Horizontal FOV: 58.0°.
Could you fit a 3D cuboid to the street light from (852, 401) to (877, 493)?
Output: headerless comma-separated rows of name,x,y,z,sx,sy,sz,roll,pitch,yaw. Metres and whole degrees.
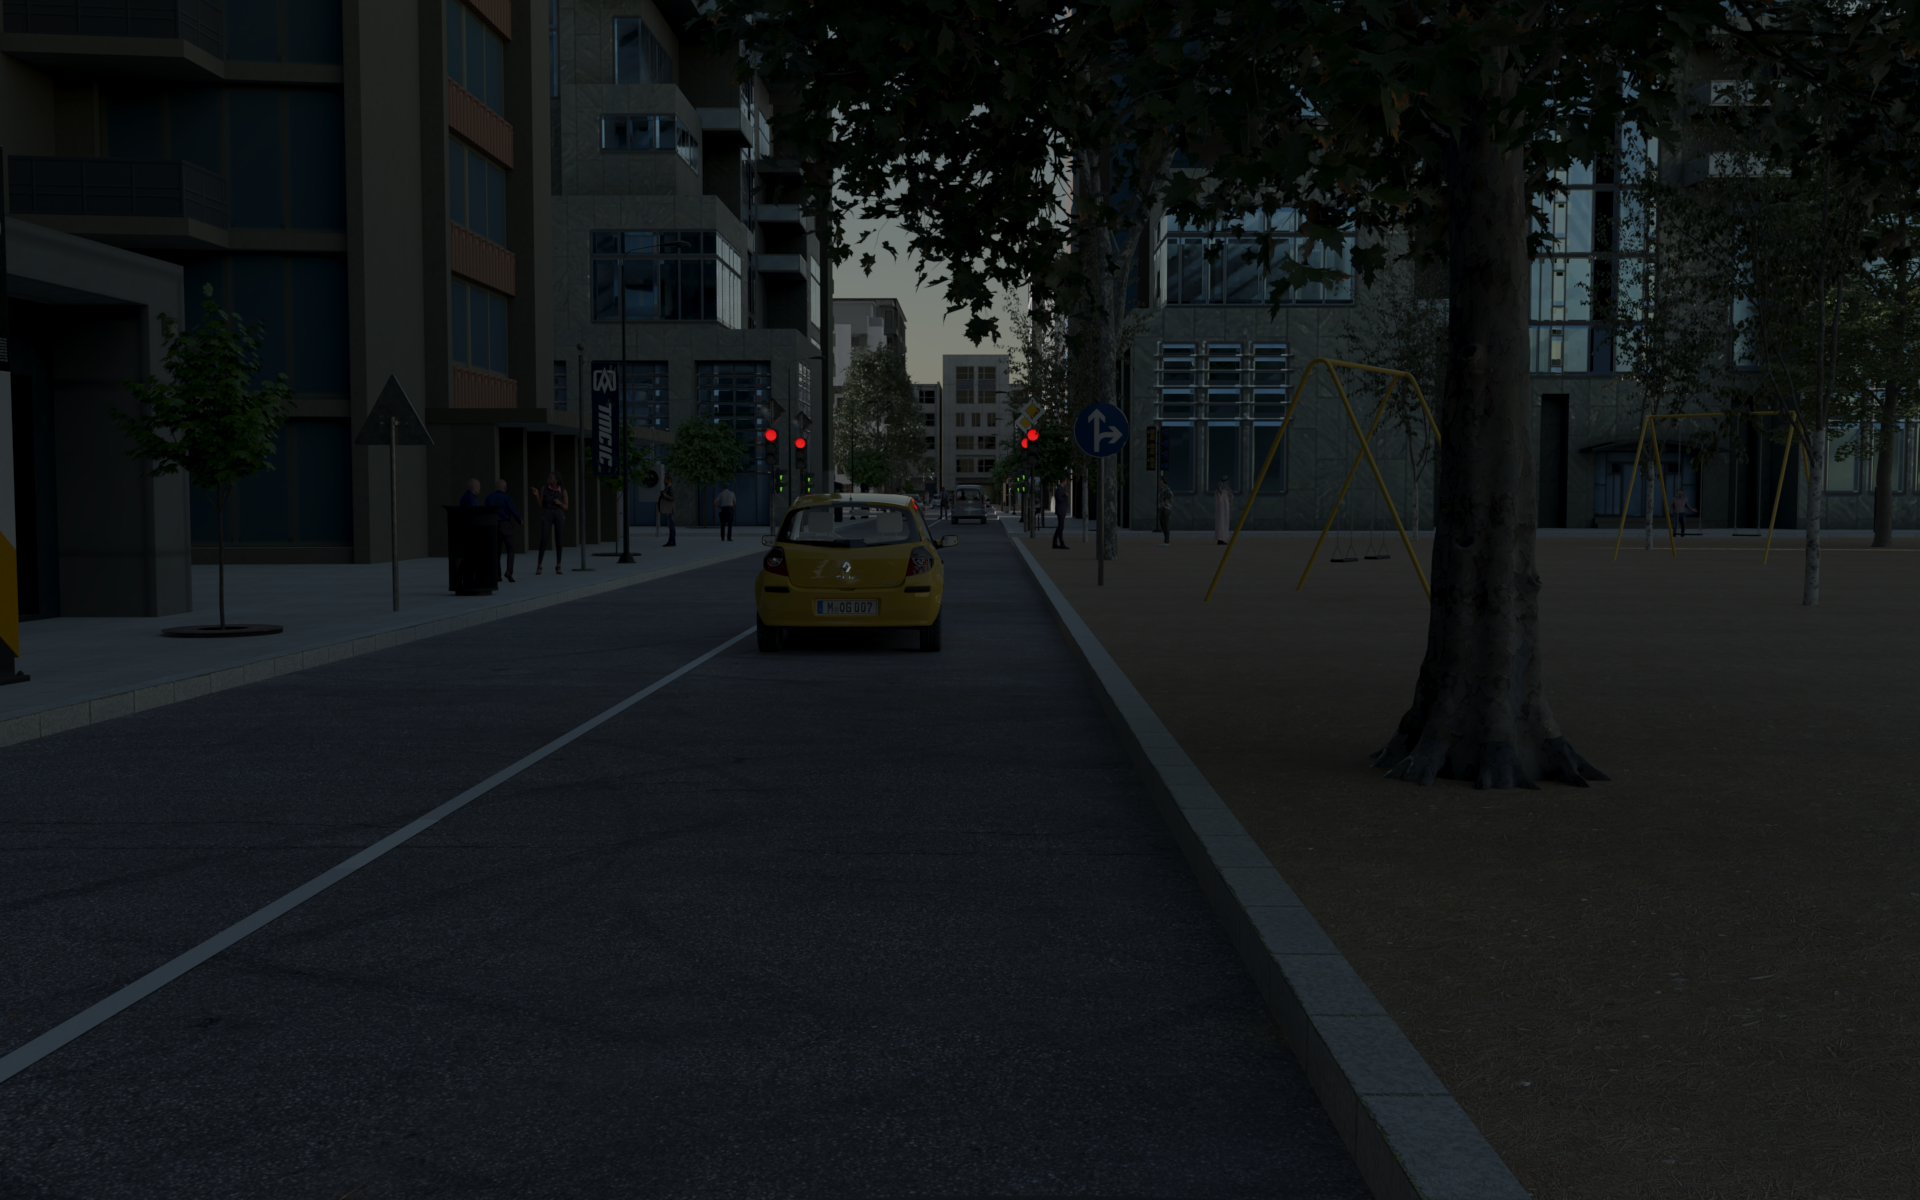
street light,-4.813,-6.952,86.203,1.470,5.913,1.316,0,4,1

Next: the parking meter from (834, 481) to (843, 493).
parking meter,-5.547,-4.495,79.210,0.399,1.863,0.255,1,4,11

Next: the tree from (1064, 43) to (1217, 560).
tree,3.795,-10.768,31.953,12.611,20.169,13.585,0,3,0

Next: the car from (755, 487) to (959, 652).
car,-1.014,-0.425,17.170,2.015,1.641,3.980,0,4,-1

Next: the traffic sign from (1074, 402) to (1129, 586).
traffic sign,1.973,-1.473,24.188,0.768,2.556,0.104,1,4,10

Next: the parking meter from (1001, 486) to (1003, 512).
parking meter,3.142,-7.358,126.010,0.255,1.863,0.399,1,4,15

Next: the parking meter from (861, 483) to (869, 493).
parking meter,-4.989,-5.201,90.755,0.399,1.863,0.255,-3,5,-44

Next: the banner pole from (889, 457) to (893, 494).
banner pole,-4.665,-7.736,116.499,0.401,3.779,0.863,1,4,16

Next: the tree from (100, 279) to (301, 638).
tree,-6.899,-1.294,15.765,1.663,3.219,1.824,0,3,0

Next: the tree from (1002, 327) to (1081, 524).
tree,3.579,-7.550,73.803,4.737,8.622,4.395,0,3,0

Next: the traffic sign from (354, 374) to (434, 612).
traffic sign,-6.168,-1.154,18.866,0.884,2.594,0.081,0,4,3

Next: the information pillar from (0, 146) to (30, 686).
information pillar,-6.497,-1.234,11.530,0.183,3.616,0.504,0,4,7

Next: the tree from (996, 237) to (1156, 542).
tree,3.096,-5.836,45.787,4.360,8.622,3.978,0,3,0

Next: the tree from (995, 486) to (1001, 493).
tree,4.789,-10.581,167.593,1.663,3.219,1.824,0,3,0

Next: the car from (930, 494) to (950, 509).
car,-1.900,-9.336,164.650,2.014,1.417,4.499,0,4,1

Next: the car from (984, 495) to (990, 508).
car,2.185,-10.468,183.519,2.083,1.381,4.827,0,4,-1

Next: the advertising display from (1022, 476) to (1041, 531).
advertising display,2.502,-3.378,60.448,0.123,1.923,0.974,3,4,37

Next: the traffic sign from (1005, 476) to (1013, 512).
traffic sign,3.614,-7.632,124.882,0.768,2.556,0.104,1,4,10

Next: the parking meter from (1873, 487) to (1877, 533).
parking meter,30.614,-3.009,57.611,0.372,1.533,0.369,0,3,0

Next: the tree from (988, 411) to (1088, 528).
tree,3.248,-5.033,66.011,4.285,4.588,4.351,0,3,0

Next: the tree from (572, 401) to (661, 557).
tree,-7.007,-2.528,35.930,1.663,3.219,1.824,0,3,0

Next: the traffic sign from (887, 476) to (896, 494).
traffic sign,-4.722,-7.157,117.118,0.768,2.556,0.104,0,4,3

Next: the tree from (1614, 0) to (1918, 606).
tree,9.701,-4.255,19.927,4.360,8.622,3.978,0,3,0

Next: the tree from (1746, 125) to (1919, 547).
tree,22.734,-7.549,41.549,7.486,12.596,7.792,0,3,0

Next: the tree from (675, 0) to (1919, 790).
tree,2.374,-5.550,7.752,9.611,12.733,9.660,0,3,0

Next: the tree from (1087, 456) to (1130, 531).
tree,4.934,-3.988,59.797,1.663,3.219,1.824,0,3,0

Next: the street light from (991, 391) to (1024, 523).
street light,2.270,-6.451,78.012,1.470,5.913,1.316,0,4,1

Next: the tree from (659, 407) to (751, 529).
tree,-9.541,-4.965,64.895,4.285,4.588,4.351,0,3,0

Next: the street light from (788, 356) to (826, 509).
street light,-5.201,-5.248,58.339,1.470,5.913,1.316,0,4,1

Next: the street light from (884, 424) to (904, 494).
street light,-4.403,-8.656,114.068,1.470,5.913,1.316,0,4,1

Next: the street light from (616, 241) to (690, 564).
street light,-5.647,-3.633,31.936,1.470,5.913,1.316,0,4,1

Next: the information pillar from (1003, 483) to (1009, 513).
information pillar,3.122,-6.891,117.155,0.304,2.012,0.304,-2,4,-31

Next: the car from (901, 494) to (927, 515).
car,-2.836,-5.027,93.992,2.131,1.459,4.920,0,4,-1

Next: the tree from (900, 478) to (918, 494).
tree,-5.318,-10.923,173.198,1.663,3.219,1.824,0,3,0

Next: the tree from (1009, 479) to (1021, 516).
tree,4.306,-7.356,114.868,1.663,3.219,1.824,0,3,0

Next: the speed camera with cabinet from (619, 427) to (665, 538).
speed camera with cabinet,-9.731,-3.453,50.785,2.038,3.252,0.660,0,4,0

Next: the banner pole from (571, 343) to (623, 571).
banner pole,-6.067,-2.377,28.884,0.863,3.779,0.401,-1,4,-17

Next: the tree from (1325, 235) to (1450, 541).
tree,12.231,-5.896,46.767,4.360,8.622,3.978,0,3,0

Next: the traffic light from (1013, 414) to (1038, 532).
traffic light,2.198,-4.239,58.227,0.839,4.253,0.868,0,4,1

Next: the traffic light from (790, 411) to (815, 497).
traffic light,-5.323,-4.244,58.317,0.839,4.253,0.868,0,4,1

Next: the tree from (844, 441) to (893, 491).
tree,-5.589,-7.515,106.582,4.285,4.588,4.351,0,3,0

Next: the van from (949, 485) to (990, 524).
van,0.447,-4.680,83.533,2.013,2.044,4.112,0,4,2
